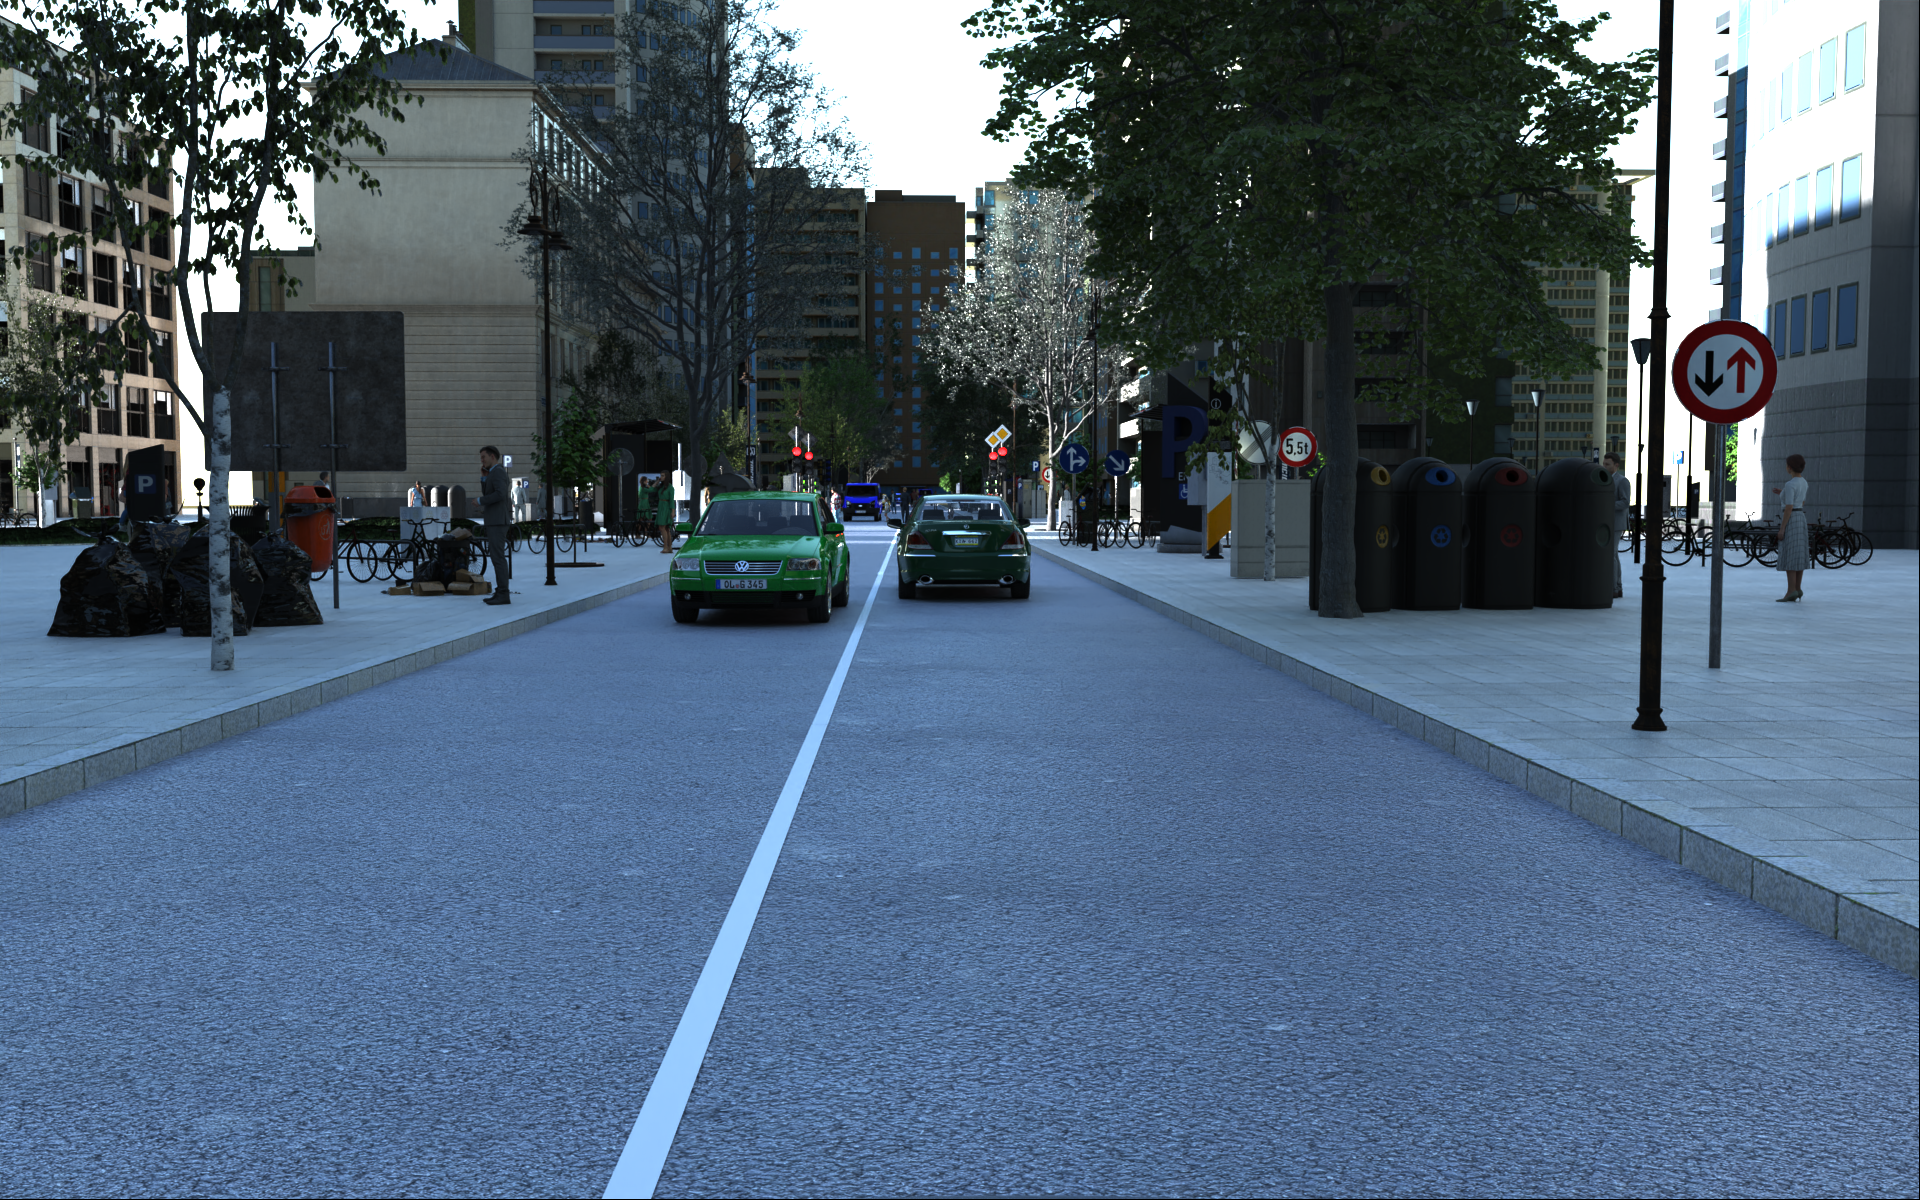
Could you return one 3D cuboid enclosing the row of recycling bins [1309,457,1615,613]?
[{"bbox_3d":[5.607,-0.752,19.403,3.534,1.692,1.069,-1,4,-12],"label":"row of recycling bins"}]

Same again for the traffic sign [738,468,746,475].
[{"bbox_3d":[-10.406,-5.126,83.913,0.768,2.556,0.104,0,4,4],"label":"traffic sign"}]

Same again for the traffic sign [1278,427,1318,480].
[{"bbox_3d":[6.365,-1.999,32.793,0.768,2.556,0.104,0,4,5],"label":"traffic sign"}]

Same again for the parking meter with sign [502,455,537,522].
[{"bbox_3d":[-19.539,-4.938,76.990,1.738,3.016,0.543,2,4,33],"label":"parking meter with sign"}]

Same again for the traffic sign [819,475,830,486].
[{"bbox_3d":[-8.814,-6.892,112.796,0.768,2.556,0.104,0,4,8],"label":"traffic sign"}]

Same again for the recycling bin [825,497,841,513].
[{"bbox_3d":[-8.664,-6.508,118.963,0.722,1.027,0.722,2,4,23],"label":"recycling bin"}]

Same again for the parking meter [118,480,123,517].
[{"bbox_3d":[-32.337,-3.751,67.039,0.399,1.863,0.255,2,4,28],"label":"parking meter"}]

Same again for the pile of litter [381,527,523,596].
[{"bbox_3d":[-6.543,-0.504,22.208,1.719,0.858,1.176,1,4,20],"label":"pile of litter"}]

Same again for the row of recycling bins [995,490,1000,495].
[{"bbox_3d":[3.364,-8.195,141.103,1.069,1.692,3.534,0,4,8],"label":"row of recycling bins"}]

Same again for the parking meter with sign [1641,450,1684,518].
[{"bbox_3d":[27.927,-4.452,69.049,1.738,3.016,0.543,-1,4,-17],"label":"parking meter with sign"}]

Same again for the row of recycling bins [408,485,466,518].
[{"bbox_3d":[-24.011,-4.424,79.448,3.534,1.692,1.069,2,4,34],"label":"row of recycling bins"}]

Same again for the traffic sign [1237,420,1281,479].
[{"bbox_3d":[5.157,-1.830,30.026,0.768,2.556,0.104,0,4,2],"label":"traffic sign"}]

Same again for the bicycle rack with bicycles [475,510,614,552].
[{"bbox_3d":[-9.530,-1.482,37.617,2.852,0.926,2.925,1,4,15],"label":"bicycle rack with bicycles"}]

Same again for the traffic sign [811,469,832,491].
[{"bbox_3d":[-11.162,-9.062,142.036,2.265,3.308,0.079,0,4,-1],"label":"traffic sign"}]

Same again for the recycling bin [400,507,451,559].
[{"bbox_3d":[-10.726,-1.358,34.757,0.722,1.027,0.722,2,4,35],"label":"recycling bin"}]

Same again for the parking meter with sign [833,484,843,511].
[{"bbox_3d":[-9.413,-8.400,133.598,1.738,3.016,0.543,1,4,15],"label":"parking meter with sign"}]

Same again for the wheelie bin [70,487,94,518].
[{"bbox_3d":[-39.428,-4.268,77.687,0.693,1.594,0.980,3,5,42],"label":"wheelie bin"}]

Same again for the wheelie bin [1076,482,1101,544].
[{"bbox_3d":[3.321,-2.274,45.092,0.693,1.594,0.980,0,4,3],"label":"wheelie bin"}]

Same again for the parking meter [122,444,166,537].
[{"bbox_3d":[-9.521,-0.891,20.274,0.399,1.863,0.255,-1,4,-17],"label":"parking meter"}]

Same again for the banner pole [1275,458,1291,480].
[{"bbox_3d":[12.925,-4.881,69.816,0.863,3.779,0.401,1,4,11],"label":"banner pole"}]

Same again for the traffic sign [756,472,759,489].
[{"bbox_3d":[-11.519,-6.038,98.731,0.884,2.594,0.081,0,4,3],"label":"traffic sign"}]

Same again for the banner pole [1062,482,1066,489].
[{"bbox_3d":[5.529,-6.234,91.940,0.401,3.779,0.863,1,4,22],"label":"banner pole"}]

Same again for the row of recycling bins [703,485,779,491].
[{"bbox_3d":[-10.075,-4.440,79.710,3.534,1.692,1.069,-1,4,-11],"label":"row of recycling bins"}]

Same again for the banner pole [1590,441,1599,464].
[{"bbox_3d":[30.094,-5.641,82.243,0.401,3.779,0.863,-1,4,-12],"label":"banner pole"}]

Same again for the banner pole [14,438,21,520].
[{"bbox_3d":[-41.650,-5.295,76.597,0.401,3.779,0.863,-3,5,-43],"label":"banner pole"}]

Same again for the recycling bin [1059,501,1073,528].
[{"bbox_3d":[4.153,-3.255,65.775,0.722,1.027,0.722,1,4,9],"label":"recycling bin"}]

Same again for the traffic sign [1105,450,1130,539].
[{"bbox_3d":[4.515,-3.045,49.893,0.768,2.556,0.104,0,4,2],"label":"traffic sign"}]

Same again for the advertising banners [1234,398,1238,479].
[{"bbox_3d":[5.240,-2.227,32.603,0.090,3.025,2.074,1,4,12],"label":"advertising banners"}]

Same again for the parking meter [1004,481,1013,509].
[{"bbox_3d":[2.190,-4.495,79.198,0.399,1.863,0.255,-3,4,-37],"label":"parking meter"}]

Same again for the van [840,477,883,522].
[{"bbox_3d":[-5.162,-5.360,92.016,2.240,2.365,5.245,0,4,0],"label":"van"}]

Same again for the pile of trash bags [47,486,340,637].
[{"bbox_3d":[-7.172,-0.448,17.074,1.912,1.369,3.447,1,4,9],"label":"pile of trash bags"}]

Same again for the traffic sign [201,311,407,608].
[{"bbox_3d":[-7.318,-1.557,19.337,2.265,3.308,0.079,0,4,1],"label":"traffic sign"}]

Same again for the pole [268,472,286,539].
[{"bbox_3d":[-9.431,-1.838,23.887,0.158,3.312,0.155,0,3,0],"label":"pole"}]

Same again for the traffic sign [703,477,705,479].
[{"bbox_3d":[-10.067,-4.148,69.943,0.606,2.300,0.079,0,4,7],"label":"traffic sign"}]

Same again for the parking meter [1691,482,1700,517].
[{"bbox_3d":[34.767,-4.663,81.947,0.399,1.863,0.255,0,4,2],"label":"parking meter"}]

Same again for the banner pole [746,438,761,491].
[{"bbox_3d":[-9.161,-5.336,77.256,0.863,3.779,0.401,0,4,2],"label":"banner pole"}]

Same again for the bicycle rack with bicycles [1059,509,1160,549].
[{"bbox_3d":[3.933,-1.741,41.840,2.852,0.926,2.925,-1,4,-17],"label":"bicycle rack with bicycles"}]

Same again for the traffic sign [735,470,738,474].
[{"bbox_3d":[-11.582,-5.477,89.546,0.884,2.594,0.081,0,4,-1],"label":"traffic sign"}]

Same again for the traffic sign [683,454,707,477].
[{"bbox_3d":[-8.296,-3.313,54.276,0.768,2.556,0.104,0,4,8],"label":"traffic sign"}]

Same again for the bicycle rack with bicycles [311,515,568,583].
[{"bbox_3d":[-7.945,-0.751,25.664,2.925,0.926,2.852,2,4,35],"label":"bicycle rack with bicycles"}]

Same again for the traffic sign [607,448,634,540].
[{"bbox_3d":[-9.407,-2.928,47.982,0.768,2.556,0.104,0,4,5],"label":"traffic sign"}]

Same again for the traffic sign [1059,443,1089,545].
[{"bbox_3d":[2.873,-2.659,43.587,0.768,2.556,0.104,0,4,8],"label":"traffic sign"}]

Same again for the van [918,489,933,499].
[{"bbox_3d":[-4.264,-12.697,211.972,2.240,2.365,5.245,0,4,-2],"label":"van"}]

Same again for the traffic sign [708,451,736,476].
[{"bbox_3d":[-7.159,-3.191,52.169,0.884,2.594,0.081,0,4,3],"label":"traffic sign"}]

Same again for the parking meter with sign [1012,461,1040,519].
[{"bbox_3d":[3.367,-5.773,90.657,1.738,3.016,0.543,-3,4,-39],"label":"parking meter with sign"}]

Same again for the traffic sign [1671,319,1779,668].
[{"bbox_3d":[5.566,-0.770,12.698,0.768,2.556,0.104,0,4,2],"label":"traffic sign"}]

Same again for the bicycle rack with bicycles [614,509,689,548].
[{"bbox_3d":[-7.317,-1.765,42.234,2.852,0.926,2.925,3,5,40],"label":"bicycle rack with bicycles"}]
